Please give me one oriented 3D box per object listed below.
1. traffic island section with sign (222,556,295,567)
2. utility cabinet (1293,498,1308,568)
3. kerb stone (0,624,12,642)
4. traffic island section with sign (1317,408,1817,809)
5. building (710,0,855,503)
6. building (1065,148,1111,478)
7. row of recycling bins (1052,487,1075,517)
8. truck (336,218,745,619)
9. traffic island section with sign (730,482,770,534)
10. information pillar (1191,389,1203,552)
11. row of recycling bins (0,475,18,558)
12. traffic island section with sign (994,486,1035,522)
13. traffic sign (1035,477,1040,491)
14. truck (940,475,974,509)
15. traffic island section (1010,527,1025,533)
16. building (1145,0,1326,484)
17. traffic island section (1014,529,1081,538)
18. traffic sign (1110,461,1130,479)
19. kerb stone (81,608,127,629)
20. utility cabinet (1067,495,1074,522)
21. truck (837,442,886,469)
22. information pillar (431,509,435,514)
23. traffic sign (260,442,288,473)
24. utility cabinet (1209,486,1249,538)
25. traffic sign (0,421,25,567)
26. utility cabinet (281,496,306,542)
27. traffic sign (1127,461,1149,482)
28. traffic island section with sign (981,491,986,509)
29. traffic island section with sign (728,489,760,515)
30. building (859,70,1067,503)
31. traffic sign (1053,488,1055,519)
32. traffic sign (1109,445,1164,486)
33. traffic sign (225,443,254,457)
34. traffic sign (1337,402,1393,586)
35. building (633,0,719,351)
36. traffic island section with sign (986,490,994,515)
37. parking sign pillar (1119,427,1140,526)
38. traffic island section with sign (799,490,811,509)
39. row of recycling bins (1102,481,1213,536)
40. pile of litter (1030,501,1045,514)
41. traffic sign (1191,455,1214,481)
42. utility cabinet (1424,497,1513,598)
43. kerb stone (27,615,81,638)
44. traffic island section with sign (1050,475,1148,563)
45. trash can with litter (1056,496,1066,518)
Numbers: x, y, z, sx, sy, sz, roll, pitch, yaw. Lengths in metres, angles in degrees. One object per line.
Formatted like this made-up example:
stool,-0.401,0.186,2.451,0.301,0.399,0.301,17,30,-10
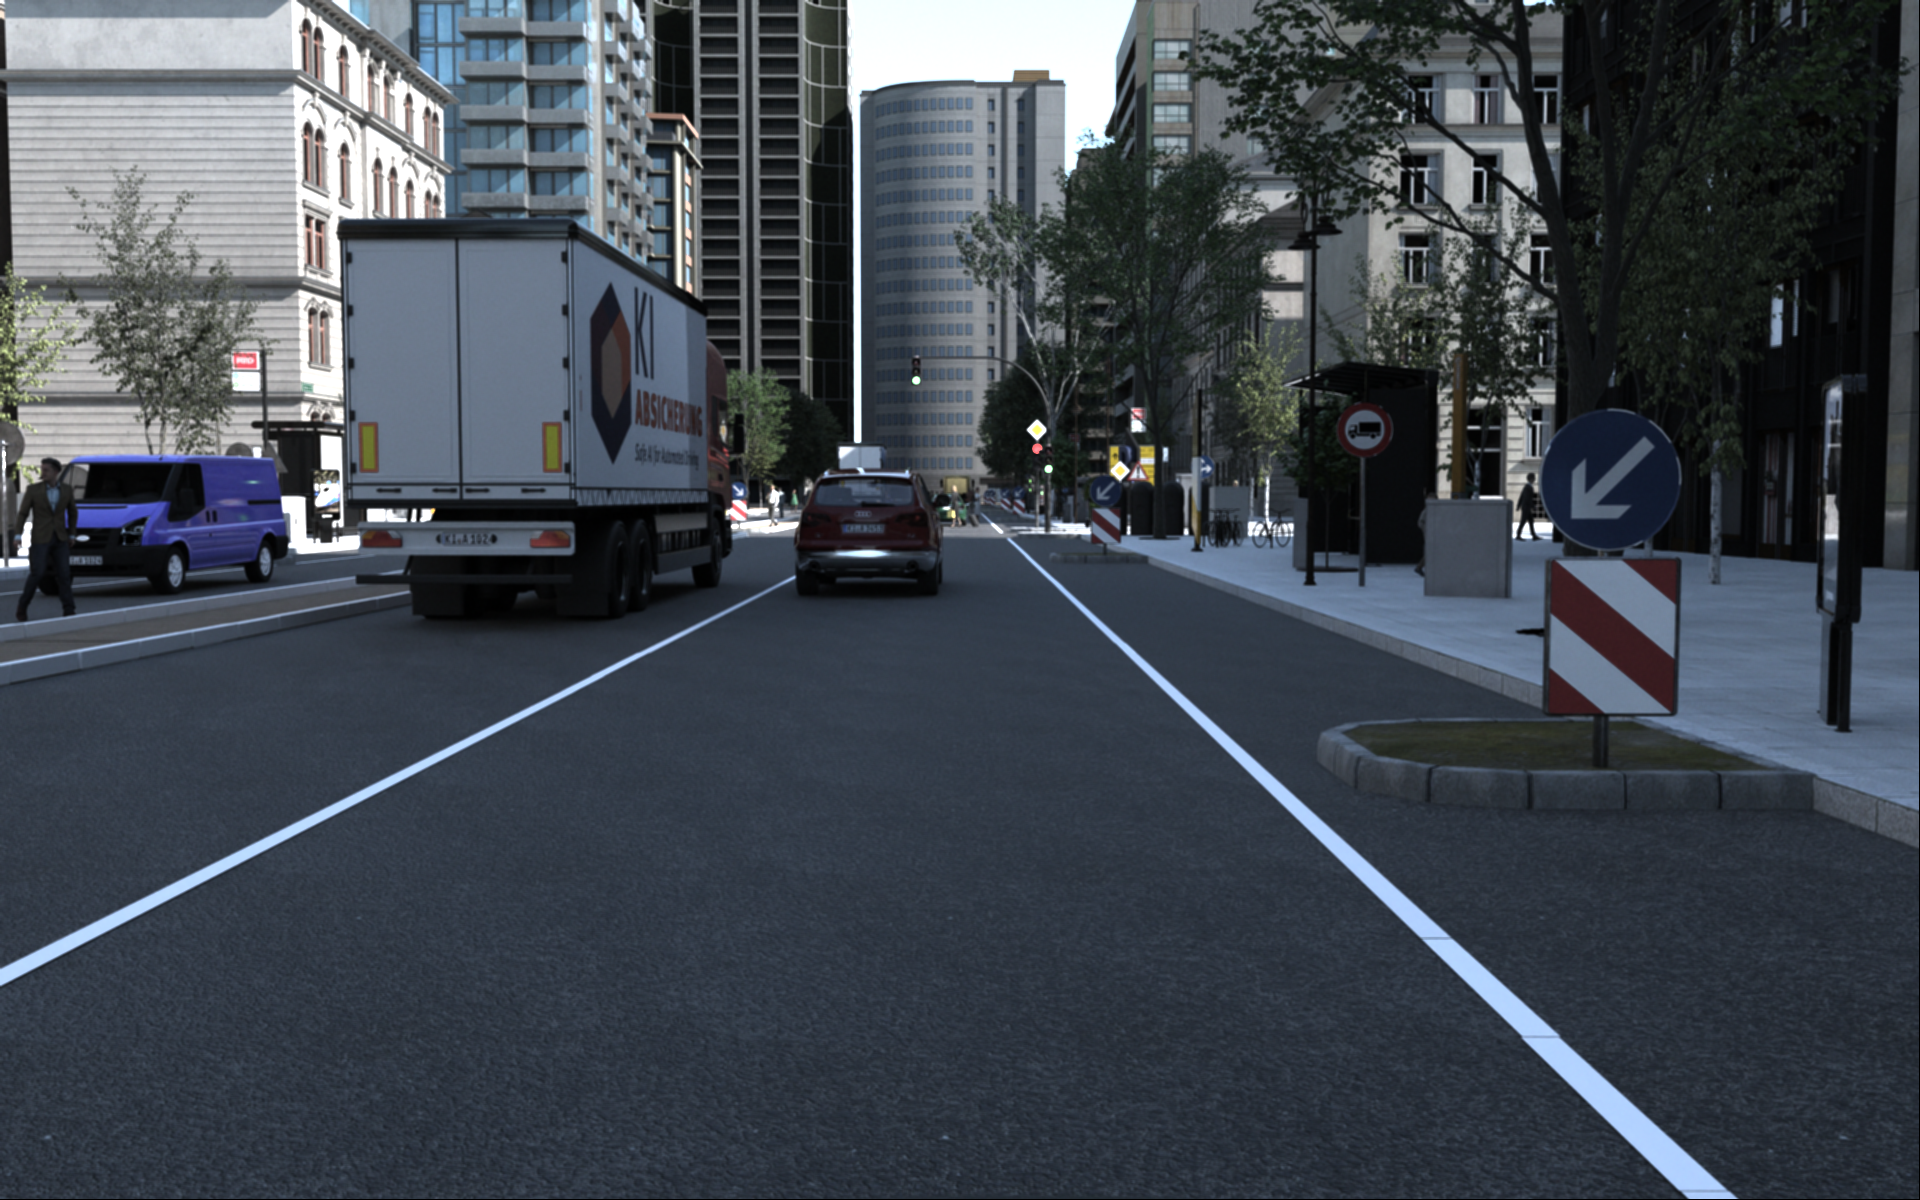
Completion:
traffic island section with sign,-14.609,-1.612,34.981,1.989,1.847,2.006,0,3,0
utility cabinet,6.049,-1.188,30.593,0.306,1.237,1.020,1,4,12
kerb stone,-9.309,0.341,16.623,0.120,0.150,1.000,0,3,0
traffic island section with sign,2.910,-0.011,8.816,1.989,1.847,2.006,0,3,0
building,-25.753,-49.273,243.872,20.611,71.187,20.563,0,3,0
building,25.621,-38.001,245.021,21.600,48.544,21.300,0,3,0
row of recycling bins,6.412,-5.516,97.295,1.069,1.692,3.534,-3,5,-44
truck,-4.973,-2.099,23.236,2.839,4.237,11.283,0,4,1
traffic island section with sign,-8.229,-3.478,65.009,2.006,1.907,1.989,0,3,0
information pillar,5.298,-2.899,38.753,0.183,3.616,0.504,0,4,-8
row of recycling bins,-20.002,-1.638,33.896,1.069,1.692,3.534,1,4,17
traffic island section with sign,2.932,-4.983,90.101,1.989,1.847,2.006,0,3,0
traffic sign,6.022,-7.992,130.674,0.884,2.594,0.081,1,4,10
truck,-0.301,-10.816,172.770,3.469,3.379,9.791,0,4,0
traffic island section,2.921,-2.634,65.345,2.009,0.180,2.903,0,3,0
building,22.581,-28.342,146.984,14.154,41.232,14.086,0,3,0
traffic island section,2.918,-2.145,57.359,2.009,0.180,2.903,0,3,0
traffic sign,6.348,-4.204,68.475,0.795,2.593,0.064,1,4,8
kerb stone,-9.313,0.217,18.674,0.120,0.150,1.000,0,3,0
utility cabinet,5.090,-4.204,79.890,0.306,1.237,1.020,0,4,4
truck,-5.502,-6.739,99.102,2.839,4.237,11.283,0,4,-1
information pillar,-19.975,-4.571,66.085,0.183,3.616,0.504,3,5,41
traffic sign,-17.186,-2.639,43.147,0.884,2.594,0.081,0,4,1
utility cabinet,7.687,-2.501,49.569,1.173,1.500,0.318,-2,4,-27
traffic sign,-16.792,-1.854,30.422,0.768,2.556,0.104,0,4,5
utility cabinet,-17.930,-2.138,46.121,0.306,1.237,1.020,2,4,31
traffic sign,6.947,-4.131,67.552,0.884,2.594,0.081,0,4,7
traffic island section with sign,2.960,-9.692,167.099,1.989,1.847,2.006,0,3,0
traffic island section with sign,-14.578,-6.648,117.318,1.989,1.847,2.006,0,3,0
building,0.190,-42.926,243.836,28.212,58.520,21.231,0,3,0
traffic sign,4.820,-5.411,88.581,0.768,2.556,0.104,0,4,4
traffic sign,7.337,-4.791,72.199,2.265,3.308,0.079,1,4,9
traffic sign,-17.863,-2.619,42.933,0.768,2.556,0.104,1,4,8
traffic sign,5.592,-1.463,24.021,0.768,2.556,0.104,0,4,3
building,-46.364,-49.269,243.807,20.611,71.187,20.563,0,3,0
traffic island section with sign,2.945,-6.632,117.056,1.989,1.847,2.006,0,3,0
parking sign pillar,6.796,-4.953,69.455,1.447,3.967,1.447,-1,4,-16
traffic island section with sign,-14.561,-9.745,167.965,1.989,1.847,2.006,0,3,0
row of recycling bins,6.179,-2.863,53.926,3.534,1.692,1.069,1,4,10
pile of litter,4.998,-5.864,109.838,1.176,0.858,1.719,0,4,-2
traffic sign,7.906,-3.449,56.502,0.768,2.556,0.104,1,4,9
utility cabinet,6.354,-0.641,21.644,1.020,1.237,0.306,2,4,28
kerb stone,-9.302,0.283,17.651,0.120,0.150,1.000,0,3,0
traffic island section with sign,2.919,-1.721,36.760,1.989,1.847,2.006,0,3,0
trash can with litter,5.606,-5.117,95.051,0.624,1.170,1.055,-1,4,-8
